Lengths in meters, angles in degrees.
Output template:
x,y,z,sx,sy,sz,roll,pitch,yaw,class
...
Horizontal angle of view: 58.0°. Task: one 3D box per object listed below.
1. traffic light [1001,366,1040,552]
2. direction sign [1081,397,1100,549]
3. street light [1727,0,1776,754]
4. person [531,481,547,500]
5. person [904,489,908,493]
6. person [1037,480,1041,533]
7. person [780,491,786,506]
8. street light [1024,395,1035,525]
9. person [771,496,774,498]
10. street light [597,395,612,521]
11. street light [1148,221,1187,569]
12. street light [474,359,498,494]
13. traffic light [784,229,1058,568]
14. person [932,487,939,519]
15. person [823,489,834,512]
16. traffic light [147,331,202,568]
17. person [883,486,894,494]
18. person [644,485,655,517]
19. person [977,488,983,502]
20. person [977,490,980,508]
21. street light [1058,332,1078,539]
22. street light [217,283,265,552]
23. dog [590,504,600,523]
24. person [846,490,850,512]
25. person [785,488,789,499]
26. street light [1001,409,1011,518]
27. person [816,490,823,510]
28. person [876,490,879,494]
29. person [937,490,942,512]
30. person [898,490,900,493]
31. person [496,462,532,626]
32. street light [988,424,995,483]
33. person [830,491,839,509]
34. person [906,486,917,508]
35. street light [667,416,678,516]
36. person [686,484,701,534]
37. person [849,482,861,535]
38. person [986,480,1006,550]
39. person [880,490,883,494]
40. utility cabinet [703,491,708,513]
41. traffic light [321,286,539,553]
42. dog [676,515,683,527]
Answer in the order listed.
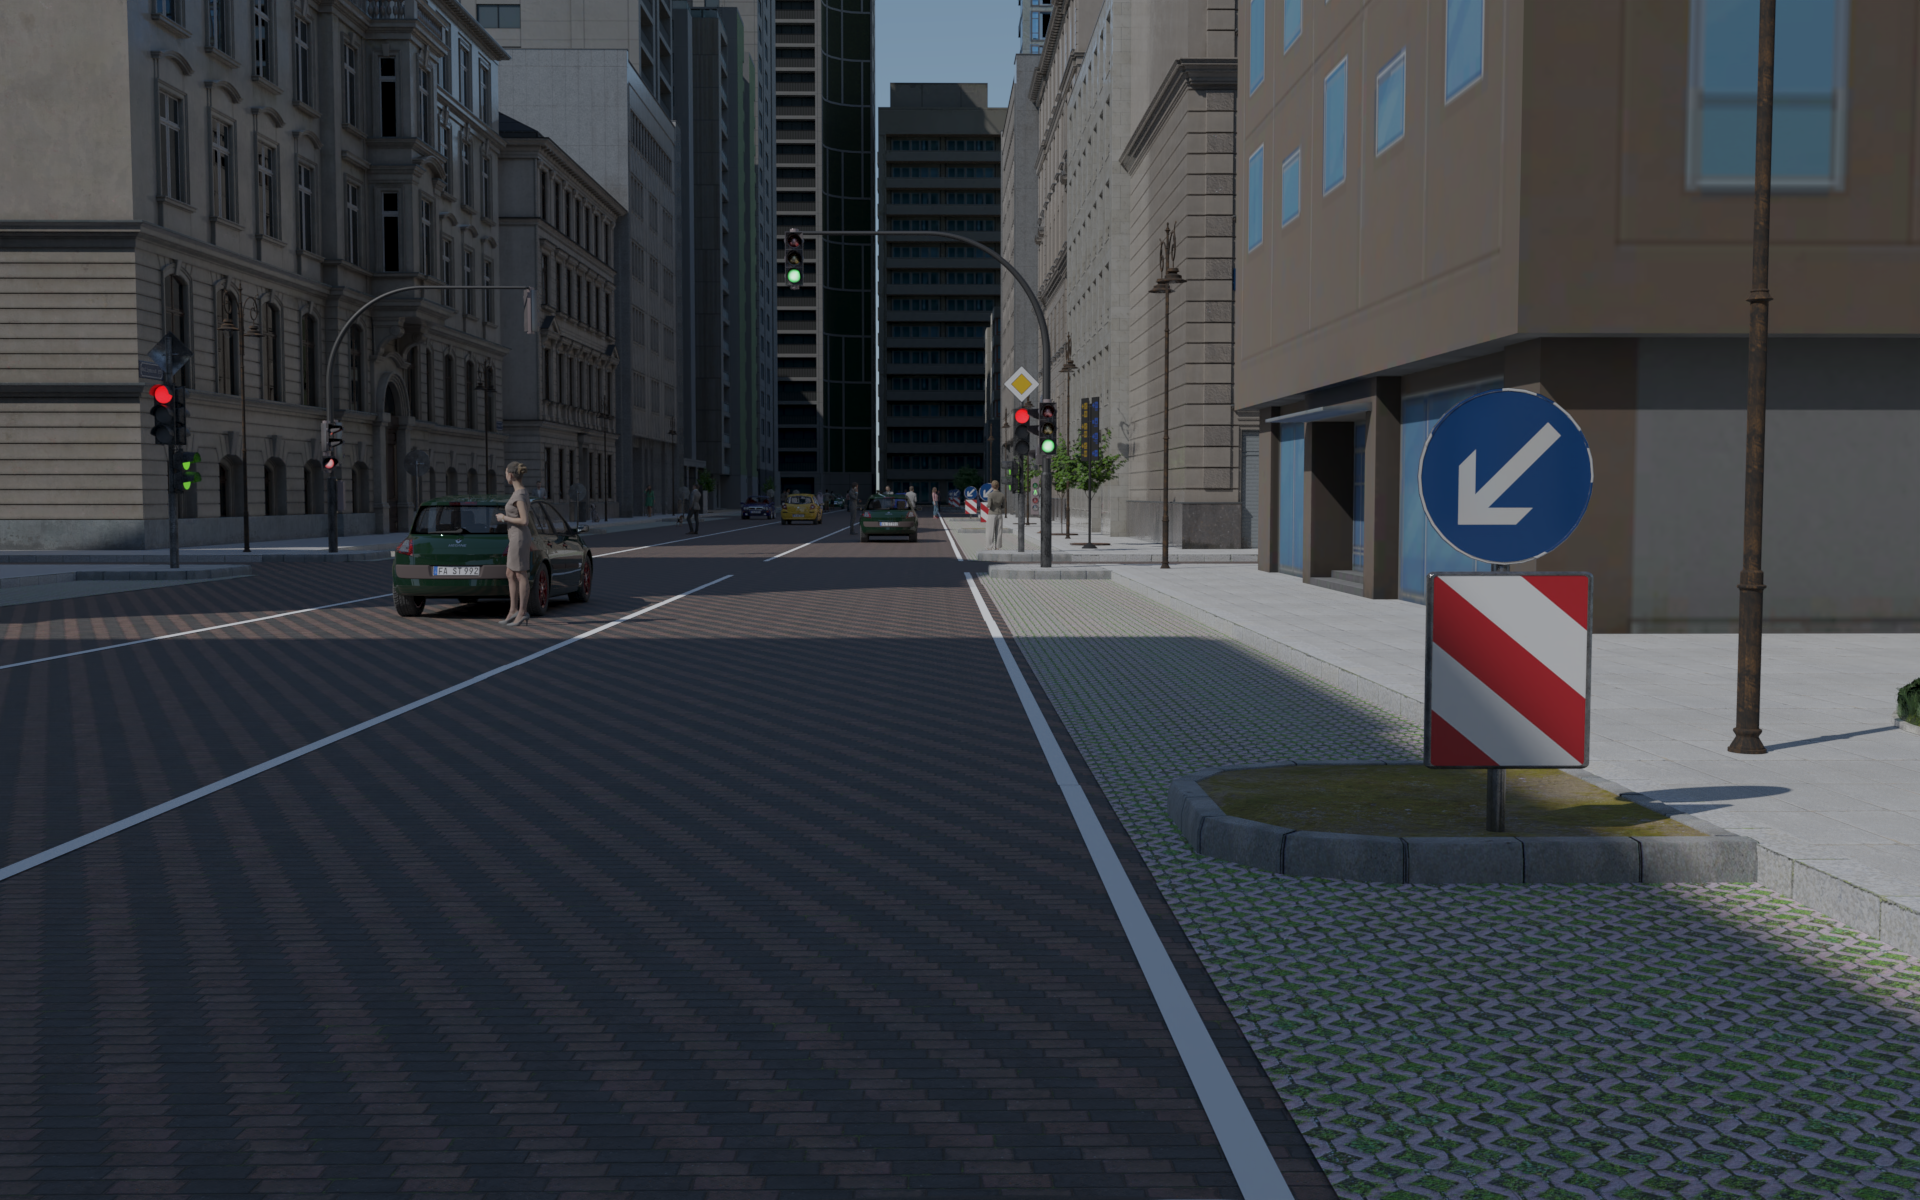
x,y,z,sx,sy,sz,roll,pitch,yaw,class
1.334,-3.010,38.140,0.839,4.253,0.868,0,4,-1,traffic light
3.051,-2.977,40.672,0.379,3.537,0.876,-1,4,-23,direction sign
3.916,-2.180,8.438,0.468,5.910,1.993,0,4,-1,street light
-16.225,-3.708,66.864,0.606,1.804,0.583,-1,4,-21,person
-4.761,-8.760,151.589,0.709,1.838,0.599,1,4,11,person
2.723,-3.077,56.534,0.511,1.800,0.466,-3,5,-41,person
-16.233,-9.281,160.775,0.617,1.759,0.750,3,5,41,person
2.775,-5.988,70.689,0.468,5.910,1.993,0,4,-1,street light
-18.845,-10.211,173.701,0.721,1.735,1.217,0,4,-3,person
-16.578,-6.615,80.946,0.468,5.910,1.993,0,4,-1,street light
3.533,-3.477,29.630,0.468,5.910,1.993,0,4,-1,street light
-16.180,-5.285,59.203,0.468,5.910,1.993,0,4,-1,street light
-0.614,-3.383,29.978,4.771,5.953,1.251,0,4,-1,traffic light
-1.435,-5.652,100.916,0.388,1.821,0.555,0,4,4,person
-10.507,-7.823,136.409,1.348,1.824,0.705,-2,4,-35,person
-13.583,-2.505,29.874,0.839,4.253,0.868,0,4,-1,traffic light
-3.351,-4.467,81.660,0.709,1.813,0.853,1,4,12,person
-17.181,-5.482,95.915,0.600,1.795,0.529,0,4,-4,person
1.626,-8.098,138.892,0.568,1.767,0.683,-2,4,-30,person
1.784,-9.413,160.619,0.551,1.740,0.621,-2,4,-28,person
3.090,-4.688,49.439,0.468,5.910,1.993,0,4,-1,street light
-15.748,-3.993,38.073,0.468,5.910,1.993,0,4,-1,street light
-16.572,-3.916,78.412,0.513,0.831,0.800,0,4,2,dog
-8.885,-7.954,139.262,0.721,1.736,1.217,1,4,17,person
-11.853,-6.787,119.481,0.705,1.823,1.348,-1,4,-9,person
2.436,-7.280,91.820,0.468,5.910,1.993,0,4,-1,street light
-10.639,-7.485,131.553,0.551,1.740,0.621,-3,5,-42,person
-7.492,-9.186,158.652,0.705,1.831,1.348,1,4,20,person
-1.681,-8.136,142.054,0.617,1.759,0.750,-2,4,-29,person
-6.202,-10.258,176.202,1.348,1.826,0.705,-1,4,-9,person
-4.841,-0.609,18.798,0.374,1.781,0.599,-1,4,-16,person
2.024,-8.573,112.960,0.468,5.910,1.993,0,4,-1,street light
-11.906,-9.337,161.949,1.217,1.735,0.721,2,4,24,person
-2.277,-4.486,82.041,0.606,1.804,0.583,1,4,19,person
-16.966,-7.927,102.391,0.468,5.910,1.993,0,4,-1,street light
-9.514,-3.249,61.803,0.473,1.802,0.592,3,4,39,person
-3.724,-3.251,61.467,0.447,1.846,0.655,0,4,-3,person
0.828,-1.985,41.502,0.519,1.759,0.362,-2,4,-25,person
-8.271,-10.603,181.958,1.348,1.812,0.705,3,5,41,person
-16.769,-6.387,113.104,0.318,1.500,1.173,-1,4,-21,utility cabinet
-11.635,-3.869,37.930,4.771,5.953,1.251,0,4,-1,traffic light
-12.404,-3.511,76.687,0.540,0.507,0.406,1,4,22,dog
